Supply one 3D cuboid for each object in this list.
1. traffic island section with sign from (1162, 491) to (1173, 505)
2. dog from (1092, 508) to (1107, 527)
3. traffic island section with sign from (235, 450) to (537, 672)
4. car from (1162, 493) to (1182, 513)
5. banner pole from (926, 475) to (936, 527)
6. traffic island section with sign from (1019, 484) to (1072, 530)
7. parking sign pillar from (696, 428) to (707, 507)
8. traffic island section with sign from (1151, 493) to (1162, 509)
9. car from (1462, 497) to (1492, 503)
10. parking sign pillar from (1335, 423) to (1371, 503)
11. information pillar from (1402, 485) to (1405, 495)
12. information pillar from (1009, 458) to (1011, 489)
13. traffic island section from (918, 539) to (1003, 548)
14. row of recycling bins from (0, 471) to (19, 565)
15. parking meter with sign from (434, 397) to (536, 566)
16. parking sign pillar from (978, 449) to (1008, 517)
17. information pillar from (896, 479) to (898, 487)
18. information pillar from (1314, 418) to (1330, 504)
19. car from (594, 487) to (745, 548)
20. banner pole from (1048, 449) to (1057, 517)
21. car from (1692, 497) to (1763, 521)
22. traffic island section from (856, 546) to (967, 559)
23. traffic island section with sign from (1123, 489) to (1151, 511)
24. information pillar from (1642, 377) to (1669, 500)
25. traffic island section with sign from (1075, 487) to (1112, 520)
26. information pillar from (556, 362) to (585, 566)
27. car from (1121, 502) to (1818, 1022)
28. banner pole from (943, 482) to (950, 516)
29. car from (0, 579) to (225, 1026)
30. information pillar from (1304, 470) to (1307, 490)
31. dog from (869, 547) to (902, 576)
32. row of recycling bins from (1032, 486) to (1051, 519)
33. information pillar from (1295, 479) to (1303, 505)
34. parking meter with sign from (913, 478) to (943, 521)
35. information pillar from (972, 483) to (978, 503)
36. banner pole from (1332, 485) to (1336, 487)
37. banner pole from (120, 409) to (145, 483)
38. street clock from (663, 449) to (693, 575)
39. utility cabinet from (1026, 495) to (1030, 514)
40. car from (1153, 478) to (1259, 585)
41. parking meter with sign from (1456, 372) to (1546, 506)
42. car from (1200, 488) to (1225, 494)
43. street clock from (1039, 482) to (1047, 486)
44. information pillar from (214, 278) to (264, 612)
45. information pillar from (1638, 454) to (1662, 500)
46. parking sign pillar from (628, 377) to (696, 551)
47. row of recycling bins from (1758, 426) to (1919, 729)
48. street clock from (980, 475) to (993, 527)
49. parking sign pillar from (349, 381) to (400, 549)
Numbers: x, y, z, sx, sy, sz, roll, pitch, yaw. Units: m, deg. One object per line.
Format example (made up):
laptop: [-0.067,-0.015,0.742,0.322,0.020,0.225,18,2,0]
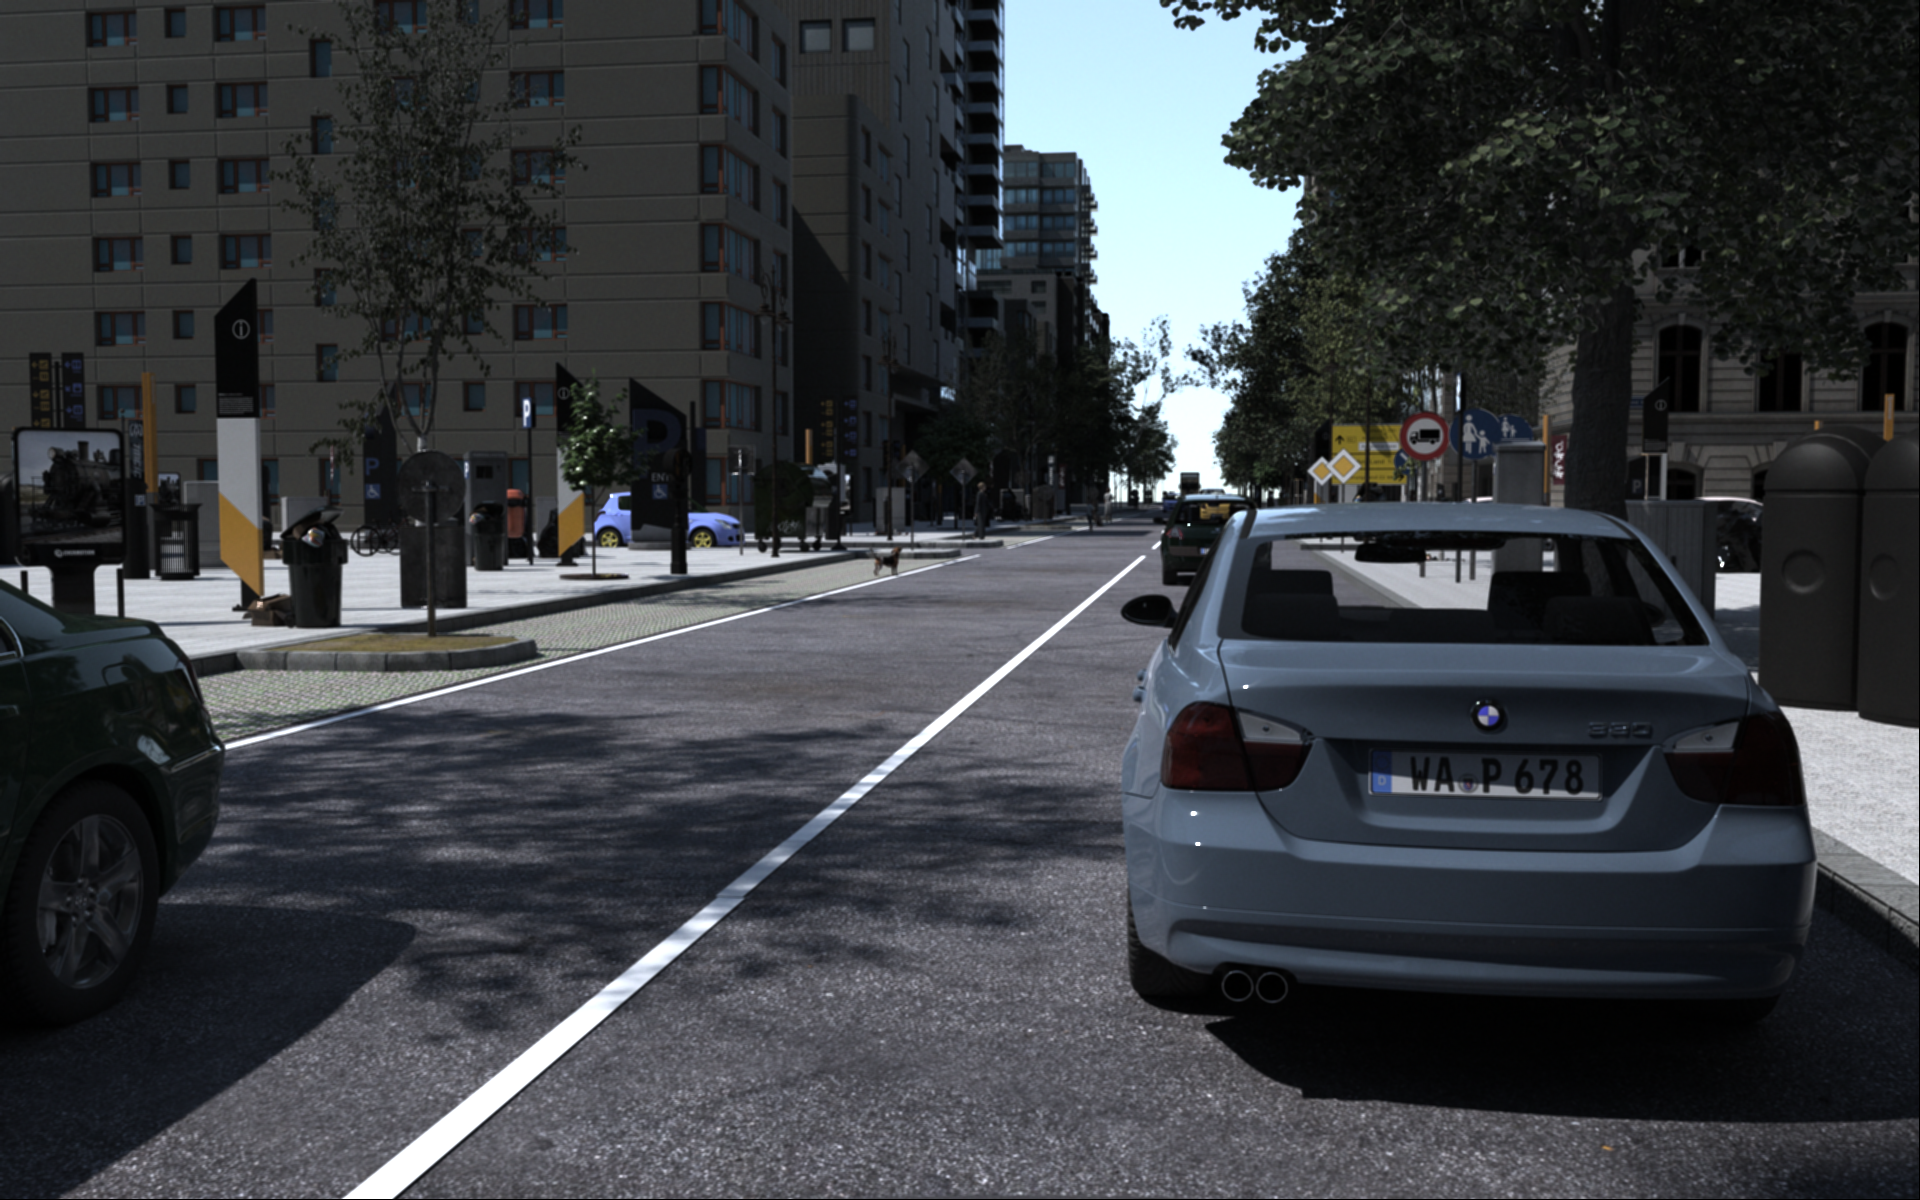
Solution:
traffic island section with sign: [26.888,-13.316,226.338,1.989,1.847,2.006,1,4,8]
dog: [6.162,-3.631,76.207,0.800,0.831,0.513,0,4,4]
traffic island section with sign: [-4.754,-0.378,14.812,1.989,1.847,2.006,1,4,8]
car: [16.654,-7.648,134.635,1.945,1.707,3.694,1,4,8]
banner pole: [-1.207,-4.810,68.658,0.401,3.779,0.863,-1,4,-22]
traffic island section with sign: [3.468,-3.739,69.762,1.989,1.847,2.006,1,4,8]
parking sign pillar: [-7.726,-3.825,51.014,1.447,3.967,1.447,-1,4,-9]
traffic island section with sign: [18.780,-10.002,172.155,1.989,1.847,2.006,1,4,8]
car: [12.334,-1.773,41.350,4.827,1.381,2.083,0,4,8]
parking sign pillar: [14.536,-4.616,63.946,1.447,3.967,1.447,1,4,14]
information pillar: [21.993,-5.781,85.876,0.183,3.616,0.504,0,4,3]
information pillar: [3.228,-7.404,112.408,0.183,3.616,0.504,1,4,8]
traffic island section: [0.078,-1.523,47.187,2.009,0.180,2.903,1,4,8]
row of recycling bins: [-18.578,-1.467,31.092,3.534,1.692,1.069,-2,4,-25]
parking meter with sign: [-8.512,-2.125,31.008,1.738,3.016,0.543,-2,4,-30]
parking sign pillar: [2.110,-6.721,98.366,1.447,3.967,1.447,-3,4,-37]
information pillar: [-2.925,-4.763,82.362,0.304,2.012,0.304,1,4,16]
information pillar: [11.192,-3.799,53.468,0.504,3.616,0.183,-1,4,-17]
car: [-7.182,-2.039,42.921,3.694,1.707,1.945,1,4,9]
banner pole: [5.162,-6.493,96.175,0.401,3.779,0.863,-3,5,-42]
car: [17.900,-1.683,39.874,4.827,1.381,2.083,1,4,10]
traffic island section: [-1.104,-1.040,39.290,2.009,0.180,2.903,1,4,8]
traffic island section with sign: [14.662,-8.320,144.656,1.989,1.847,2.006,1,4,8]
information pillar: [14.003,-2.663,34.897,0.504,3.616,0.183,1,4,8]
traffic island section with sign: [7.453,-5.375,96.502,1.989,1.847,2.006,1,4,8]
information pillar: [-6.904,-2.404,30.662,0.504,3.616,0.183,1,4,10]
car: [1.541,0.361,6.094,2.014,1.417,4.499,1,4,9]
banner pole: [-1.010,-6.943,103.542,0.863,3.779,0.401,1,4,21]
car: [-3.414,0.509,3.480,2.131,1.459,4.920,0,4,6]
information pillar: [23.788,-7.850,119.703,0.183,3.616,0.504,-2,4,-27]
dog: [-1.286,-0.666,30.177,0.406,0.507,0.540,1,4,21]
row of recycling bins: [4.304,-5.146,91.243,1.069,1.692,3.534,0,4,4]
information pillar: [16.786,-4.975,85.828,0.304,2.012,0.304,-1,4,-19]
parking meter with sign: [-1.530,-5.387,84.335,1.738,3.016,0.543,2,4,34]
information pillar: [0.943,-6.431,109.640,0.304,2.012,0.304,-3,5,-44]
banner pole: [14.278,-4.649,66.032,0.401,3.779,0.863,-1,4,-20]
banner pole: [-24.466,-3.742,51.193,0.401,3.779,0.863,3,5,41]
street clock: [-4.499,-1.413,27.666,0.358,2.002,0.471,2,4,32]
utility cabinet: [4.061,-5.137,95.153,1.020,1.237,0.306,-2,4,-25]
car: [4.193,-1.150,28.590,2.009,1.686,4.222,0,4,7]
parking meter with sign: [8.025,-1.748,24.842,1.738,3.016,0.543,1,4,10]
car: [16.623,-6.446,114.062,2.281,1.827,5.304,0,4,8]
street clock: [4.787,-5.827,99.837,0.471,2.002,0.358,-2,4,-26]
information pillar: [-7.854,-1.685,18.902,0.504,3.616,0.183,1,4,12]
information pillar: [12.657,-1.672,31.824,0.304,2.012,0.304,-1,4,-11]
parking sign pillar: [-6.935,-3.145,39.899,1.447,3.967,1.447,-1,4,-13]
row of recycling bins: [5.720,-0.132,9.264,1.069,1.692,3.534,-1,4,-18]
street clock: [1.034,-3.836,67.284,0.471,2.002,0.358,-3,5,-40]
parking sign pillar: [-13.611,-3.192,40.666,1.447,3.967,1.447,0,4,-2]
